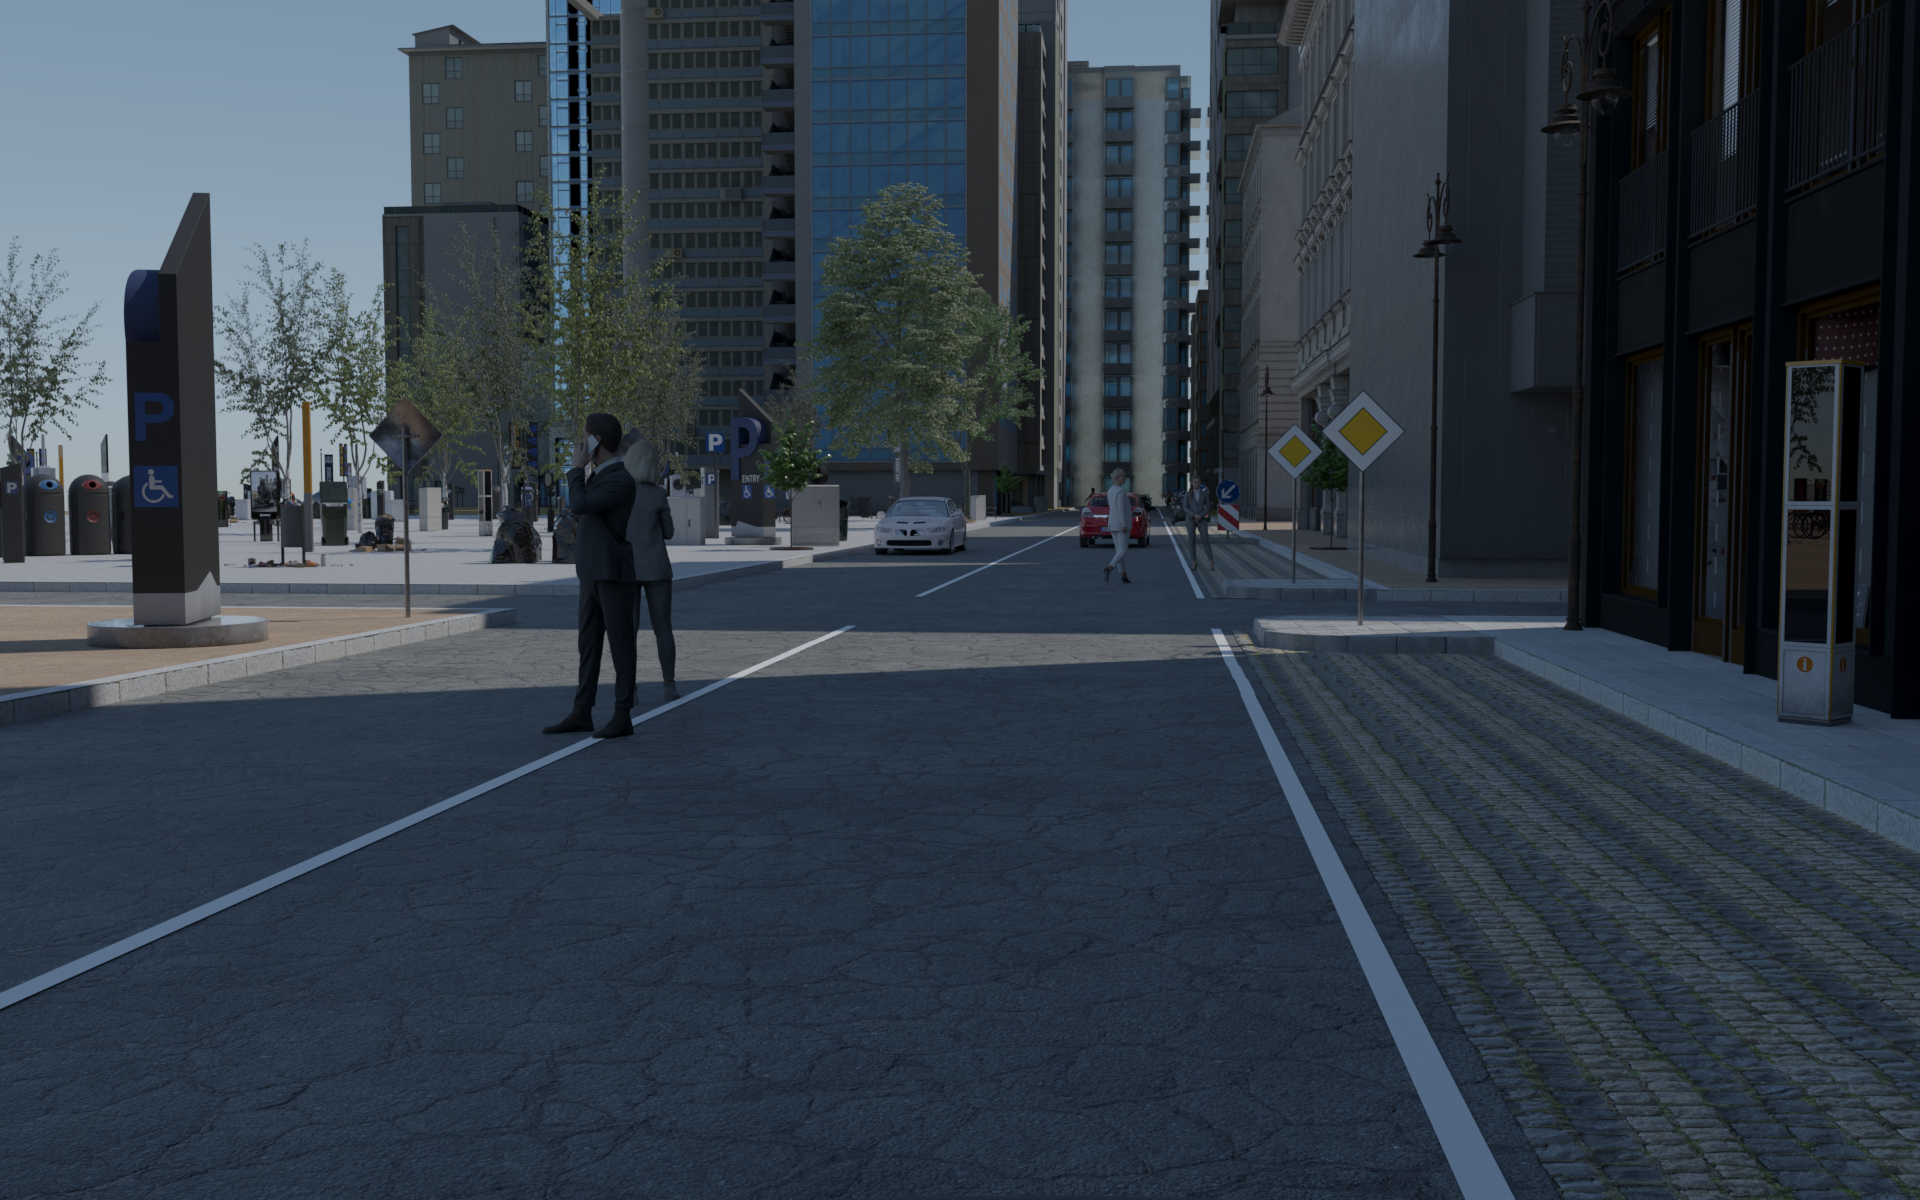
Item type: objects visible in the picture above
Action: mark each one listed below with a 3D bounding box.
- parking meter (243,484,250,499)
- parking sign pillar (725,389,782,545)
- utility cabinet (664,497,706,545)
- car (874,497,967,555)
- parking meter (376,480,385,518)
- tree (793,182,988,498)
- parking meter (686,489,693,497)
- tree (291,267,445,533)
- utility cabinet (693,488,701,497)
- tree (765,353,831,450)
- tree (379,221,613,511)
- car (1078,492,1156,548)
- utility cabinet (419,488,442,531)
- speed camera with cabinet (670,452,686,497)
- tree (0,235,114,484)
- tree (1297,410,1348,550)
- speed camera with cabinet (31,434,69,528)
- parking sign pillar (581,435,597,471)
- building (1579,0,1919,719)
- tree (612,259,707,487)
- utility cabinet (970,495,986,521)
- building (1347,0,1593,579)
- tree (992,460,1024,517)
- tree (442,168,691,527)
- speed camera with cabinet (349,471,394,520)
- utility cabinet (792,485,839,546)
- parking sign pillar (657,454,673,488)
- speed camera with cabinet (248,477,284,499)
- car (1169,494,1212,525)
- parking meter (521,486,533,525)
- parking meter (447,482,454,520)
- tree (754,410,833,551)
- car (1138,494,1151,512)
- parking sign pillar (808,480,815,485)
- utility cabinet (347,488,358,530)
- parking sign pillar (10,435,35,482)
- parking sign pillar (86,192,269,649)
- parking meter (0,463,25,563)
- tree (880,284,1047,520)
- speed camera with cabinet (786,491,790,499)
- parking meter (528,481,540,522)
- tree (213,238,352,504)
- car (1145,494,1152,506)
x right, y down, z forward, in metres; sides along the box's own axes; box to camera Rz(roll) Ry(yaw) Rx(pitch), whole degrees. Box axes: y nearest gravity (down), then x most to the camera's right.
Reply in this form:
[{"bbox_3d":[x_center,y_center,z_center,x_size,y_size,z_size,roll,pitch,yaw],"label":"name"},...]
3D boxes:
[{"bbox_3d":[-39.447,-5.517,95.920,0.399,1.863,0.255,1,4,19],"label":"parking meter"},{"bbox_3d":[-5.255,-3.393,43.948,1.447,3.967,1.447,3,5,44],"label":"parking sign pillar"},{"bbox_3d":[-6.920,-1.978,43.500,1.020,1.237,0.306,1,4,16],"label":"utility cabinet"},{"bbox_3d":[-0.921,-1.847,42.556,2.083,1.381,4.827,0,4,7],"label":"car"},{"bbox_3d":[-24.621,-4.154,73.636,0.255,1.863,0.399,0,4,-3],"label":"parking meter"},{"bbox_3d":[-2.412,-8.906,63.748,7.486,12.596,7.792,0,3,0],"label":"tree"},{"bbox_3d":[-14.314,-5.092,91.657,0.372,1.533,0.369,0,3,0],"label":"parking meter"},{"bbox_3d":[-19.514,-6.459,55.959,4.737,8.622,4.395,0,3,0],"label":"tree"},{"bbox_3d":[-9.923,-3.554,66.788,0.318,1.500,1.173,1,4,14],"label":"utility cabinet"},{"bbox_3d":[-8.439,-8.546,90.095,4.360,8.622,3.978,0,3,0],"label":"tree"},{"bbox_3d":[-12.371,-5.866,46.267,4.360,8.622,3.978,0,3,0],"label":"tree"},{"bbox_3d":[4.301,-2.366,47.717,2.155,1.783,4.494,1,4,8],"label":"car"},{"bbox_3d":[-18.366,-3.140,60.016,0.318,1.500,1.173,0,4,7],"label":"utility cabinet"},{"bbox_3d":[-13.956,-5.325,81.407,2.038,3.252,0.660,-1,4,-17],"label":"speed camera with cabinet"},{"bbox_3d":[-27.218,-6.120,50.426,4.360,8.622,3.978,0,3,0],"label":"tree"},{"bbox_3d":[8.617,-2.788,40.190,1.663,3.219,1.824,0,3,0],"label":"tree"},{"bbox_3d":[-29.790,-3.879,57.765,2.038,3.252,0.660,-2,4,-34],"label":"speed camera with cabinet"},{"bbox_3d":[-16.173,-5.421,77.107,1.447,3.967,1.447,-2,4,-31],"label":"parking sign pillar"},{"bbox_3d":[11.264,-10.882,7.597,12.332,23.373,15.834,0,4,6],"label":"building"},{"bbox_3d":[-9.665,-6.340,54.029,4.360,8.622,3.978,0,3,0],"label":"tree"},{"bbox_3d":[0.872,-4.435,83.680,0.306,1.237,1.020,2,4,30],"label":"utility cabinet"},{"bbox_3d":[22.697,-12.862,29.356,30.058,24.678,14.314,0,4,6],"label":"building"},{"bbox_3d":[2.547,-6.384,98.985,1.663,3.219,1.824,0,3,0],"label":"tree"},{"bbox_3d":[-8.536,-5.489,40.102,4.737,8.622,4.395,0,3,0],"label":"tree"},{"bbox_3d":[-29.498,-5.659,86.853,2.038,3.252,0.660,0,4,2],"label":"speed camera with cabinet"},{"bbox_3d":[-3.539,-2.054,42.266,1.173,1.500,0.318,0,4,-7],"label":"utility cabinet"},{"bbox_3d":[-16.287,-6.466,94.199,1.447,3.967,1.447,0,4,-3],"label":"parking sign pillar"},{"bbox_3d":[-37.766,-6.118,94.372,0.660,3.252,2.038,2,4,30],"label":"speed camera with cabinet"},{"bbox_3d":[10.782,-4.348,80.881,2.009,1.686,4.222,0,4,5],"label":"car"},{"bbox_3d":[-14.019,-2.917,56.112,0.372,1.533,0.369,0,3,0],"label":"parking meter"},{"bbox_3d":[-25.344,-4.910,85.988,0.399,1.863,0.255,0,4,-5],"label":"parking meter"},{"bbox_3d":[-3.945,-2.767,39.845,1.663,3.219,1.824,0,3,0],"label":"tree"},{"bbox_3d":[14.363,-7.918,139.238,2.009,1.686,4.222,0,4,7],"label":"car"},{"bbox_3d":[-8.386,-6.625,96.798,1.447,3.967,1.447,-1,4,-15],"label":"parking sign pillar"},{"bbox_3d":[-21.529,-3.191,60.853,1.173,1.500,0.318,3,4,36],"label":"utility cabinet"},{"bbox_3d":[-43.070,-5.576,79.637,1.447,3.967,1.447,0,4,1],"label":"parking sign pillar"},{"bbox_3d":[-6.784,-1.619,14.936,1.447,3.967,1.447,-1,4,-11],"label":"parking sign pillar"},{"bbox_3d":[-17.640,-1.620,32.197,0.399,1.863,0.255,-2,4,-32],"label":"parking meter"},{"bbox_3d":[0.202,-9.727,84.785,9.928,11.665,9.643,0,3,0],"label":"tree"},{"bbox_3d":[-7.337,-5.456,83.548,2.038,3.252,0.660,-1,4,-19],"label":"speed camera with cabinet"},{"bbox_3d":[-19.562,-4.510,79.445,0.399,1.863,0.255,1,4,9],"label":"parking meter"},{"bbox_3d":[-19.390,-6.041,49.133,4.360,8.622,3.978,0,3,0],"label":"tree"},{"bbox_3d":[17.255,-9.497,164.077,1.959,1.807,4.718,0,4,6],"label":"car"}]
